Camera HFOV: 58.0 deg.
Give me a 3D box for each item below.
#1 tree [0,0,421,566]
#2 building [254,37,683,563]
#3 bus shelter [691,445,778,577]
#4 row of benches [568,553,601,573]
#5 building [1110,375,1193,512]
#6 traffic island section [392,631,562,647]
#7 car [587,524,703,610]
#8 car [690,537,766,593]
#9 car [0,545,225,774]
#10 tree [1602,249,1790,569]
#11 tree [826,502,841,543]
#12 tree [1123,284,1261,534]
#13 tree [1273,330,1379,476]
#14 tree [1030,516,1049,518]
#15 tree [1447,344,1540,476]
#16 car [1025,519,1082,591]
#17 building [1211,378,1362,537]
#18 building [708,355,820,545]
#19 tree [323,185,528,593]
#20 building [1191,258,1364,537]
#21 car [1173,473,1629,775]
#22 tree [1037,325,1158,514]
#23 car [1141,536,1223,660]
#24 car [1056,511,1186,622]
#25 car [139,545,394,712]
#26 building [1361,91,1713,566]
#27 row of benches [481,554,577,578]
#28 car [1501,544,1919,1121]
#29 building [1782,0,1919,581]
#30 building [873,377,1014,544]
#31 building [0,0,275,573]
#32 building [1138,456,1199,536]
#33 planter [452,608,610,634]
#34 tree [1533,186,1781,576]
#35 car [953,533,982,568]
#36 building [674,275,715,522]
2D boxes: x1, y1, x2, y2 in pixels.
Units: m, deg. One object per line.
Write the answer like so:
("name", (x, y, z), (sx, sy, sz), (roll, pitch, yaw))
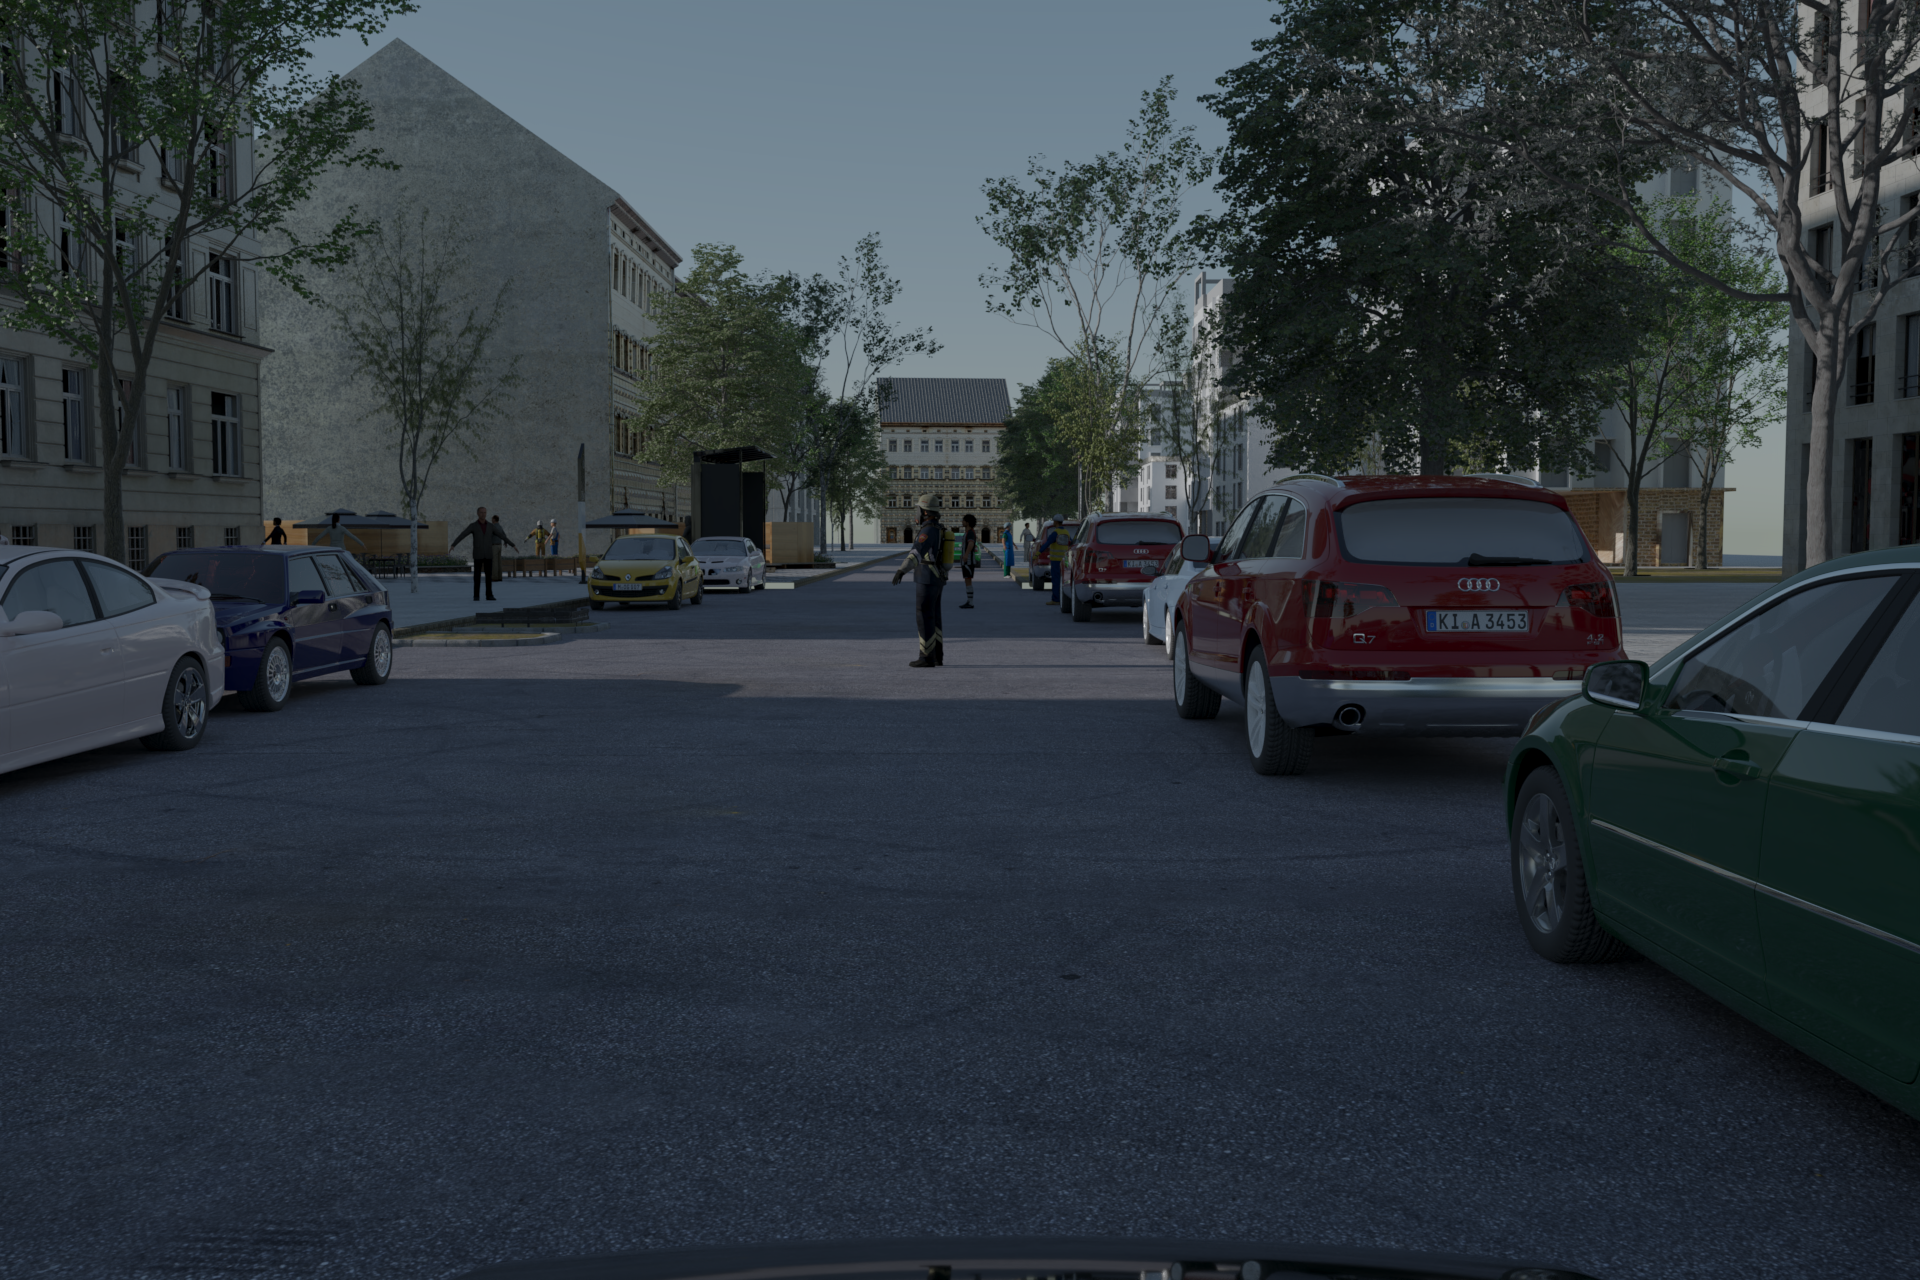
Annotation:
("tree", (-12.025, -6.053, 24.717), (9.928, 11.665, 9.643), (0, 3, 0))
("building", (-24.908, -15.618, 86.279), (19.493, 23.208, 18.063), (0, 4, 0))
("bus shelter", (-6.303, -3.526, 48.928), (1.731, 3.624, 6.357), (0, 4, 0))
("row of benches", (-11.036, -2.566, 57.418), (4.104, 0.672, 1.422), (-2, 4, -24))
("building", (23.585, -21.866, 213.933), (16.016, 20.090, 11.380), (0, 3, 0))
("traffic island section", (-6.388, -0.006, 22.959), (1.991, 0.108, 1.994), (0, 4, 1))
("car", (-6.116, -1.446, 33.867), (2.015, 1.641, 3.980), (0, 4, 0))
("car", (-5.970, -1.894, 43.330), (2.083, 1.381, 4.827), (0, 4, 1))
("car", (-6.019, 0.135, 10.150), (2.083, 1.381, 4.827), (0, 4, 0))
("tree", (27.309, -8.395, 63.011), (9.928, 11.665, 9.643), (0, 3, 0))
("tree", (-16.924, -17.946, 243.780), (4.360, 8.622, 3.978), (0, 3, 0))
("tree", (6.934, -6.173, 51.287), (4.360, 8.622, 3.978), (0, 3, 0))
("tree", (13.361, -6.789, 61.367), (4.737, 8.622, 4.395), (0, 3, 0))
("tree", (11.901, -18.861, 242.788), (7.601, 10.594, 8.767), (0, 4, -3))
("tree", (19.179, -6.976, 64.415), (4.737, 8.622, 4.395), (0, 3, 0))
("car", (2.860, -2.245, 45.373), (2.281, 1.827, 5.304), (0, 4, 1))
("building", (20.739, -9.534, 98.020), (9.099, 9.664, 28.070), (0, 3, 0))
("building", (-24.474, -19.141, 179.421), (16.747, 18.905, 31.486), (0, 4, 1))
("tree", (-12.114, -5.327, 37.463), (4.360, 8.622, 3.978), (0, 3, 0))
("building", (22.053, -16.471, 125.728), (16.016, 20.090, 11.380), (0, 4, 0))
("car", (2.735, -0.193, 11.835), (2.281, 1.827, 5.304), (0, 4, -1))
("tree", (4.935, -6.827, 61.977), (4.737, 8.622, 4.395), (0, 3, 0))
("car", (3.238, -0.546, 20.923), (2.014, 1.417, 4.499), (0, 4, 1))
("car", (2.837, -1.291, 29.776), (2.281, 1.827, 5.304), (0, 4, 0))
("car", (-6.348, -0.159, 15.179), (1.945, 1.354, 3.894), (0, 4, 0))
("building", (24.104, -13.700, 80.423), (16.016, 20.090, 11.380), (0, 4, 0))
("row of benches", (-12.961, -2.215, 51.680), (1.422, 0.672, 4.104), (2, 4, 25))
("car", (2.872, 0.451, 4.418), (2.131, 1.459, 4.920), (0, 4, 0))
("building", (24.953, -10.936, 32.688), (10.420, 20.400, 16.860), (0, 4, 0))
("building", (-2.625, -24.993, 242.022), (18.063, 23.208, 19.493), (0, 4, -5))
("building", (-28.381, -12.555, 37.302), (16.112, 23.069, 30.059), (0, 4, 1))
("building", (25.038, -14.927, 186.199), (9.099, 9.664, 28.070), (0, 4, 0))
("planter", (-6.297, -0.284, 25.781), (1.991, 0.319, 1.994), (0, 4, 0))
("tree", (20.607, -7.759, 52.612), (9.928, 11.665, 9.643), (0, 3, 0))
("car", (-0.017, -4.024, 74.586), (1.959, 1.807, 4.718), (0, 4, -1))
("building", (-26.251, -16.881, 106.935), (19.493, 23.208, 18.063), (0, 4, 1))
